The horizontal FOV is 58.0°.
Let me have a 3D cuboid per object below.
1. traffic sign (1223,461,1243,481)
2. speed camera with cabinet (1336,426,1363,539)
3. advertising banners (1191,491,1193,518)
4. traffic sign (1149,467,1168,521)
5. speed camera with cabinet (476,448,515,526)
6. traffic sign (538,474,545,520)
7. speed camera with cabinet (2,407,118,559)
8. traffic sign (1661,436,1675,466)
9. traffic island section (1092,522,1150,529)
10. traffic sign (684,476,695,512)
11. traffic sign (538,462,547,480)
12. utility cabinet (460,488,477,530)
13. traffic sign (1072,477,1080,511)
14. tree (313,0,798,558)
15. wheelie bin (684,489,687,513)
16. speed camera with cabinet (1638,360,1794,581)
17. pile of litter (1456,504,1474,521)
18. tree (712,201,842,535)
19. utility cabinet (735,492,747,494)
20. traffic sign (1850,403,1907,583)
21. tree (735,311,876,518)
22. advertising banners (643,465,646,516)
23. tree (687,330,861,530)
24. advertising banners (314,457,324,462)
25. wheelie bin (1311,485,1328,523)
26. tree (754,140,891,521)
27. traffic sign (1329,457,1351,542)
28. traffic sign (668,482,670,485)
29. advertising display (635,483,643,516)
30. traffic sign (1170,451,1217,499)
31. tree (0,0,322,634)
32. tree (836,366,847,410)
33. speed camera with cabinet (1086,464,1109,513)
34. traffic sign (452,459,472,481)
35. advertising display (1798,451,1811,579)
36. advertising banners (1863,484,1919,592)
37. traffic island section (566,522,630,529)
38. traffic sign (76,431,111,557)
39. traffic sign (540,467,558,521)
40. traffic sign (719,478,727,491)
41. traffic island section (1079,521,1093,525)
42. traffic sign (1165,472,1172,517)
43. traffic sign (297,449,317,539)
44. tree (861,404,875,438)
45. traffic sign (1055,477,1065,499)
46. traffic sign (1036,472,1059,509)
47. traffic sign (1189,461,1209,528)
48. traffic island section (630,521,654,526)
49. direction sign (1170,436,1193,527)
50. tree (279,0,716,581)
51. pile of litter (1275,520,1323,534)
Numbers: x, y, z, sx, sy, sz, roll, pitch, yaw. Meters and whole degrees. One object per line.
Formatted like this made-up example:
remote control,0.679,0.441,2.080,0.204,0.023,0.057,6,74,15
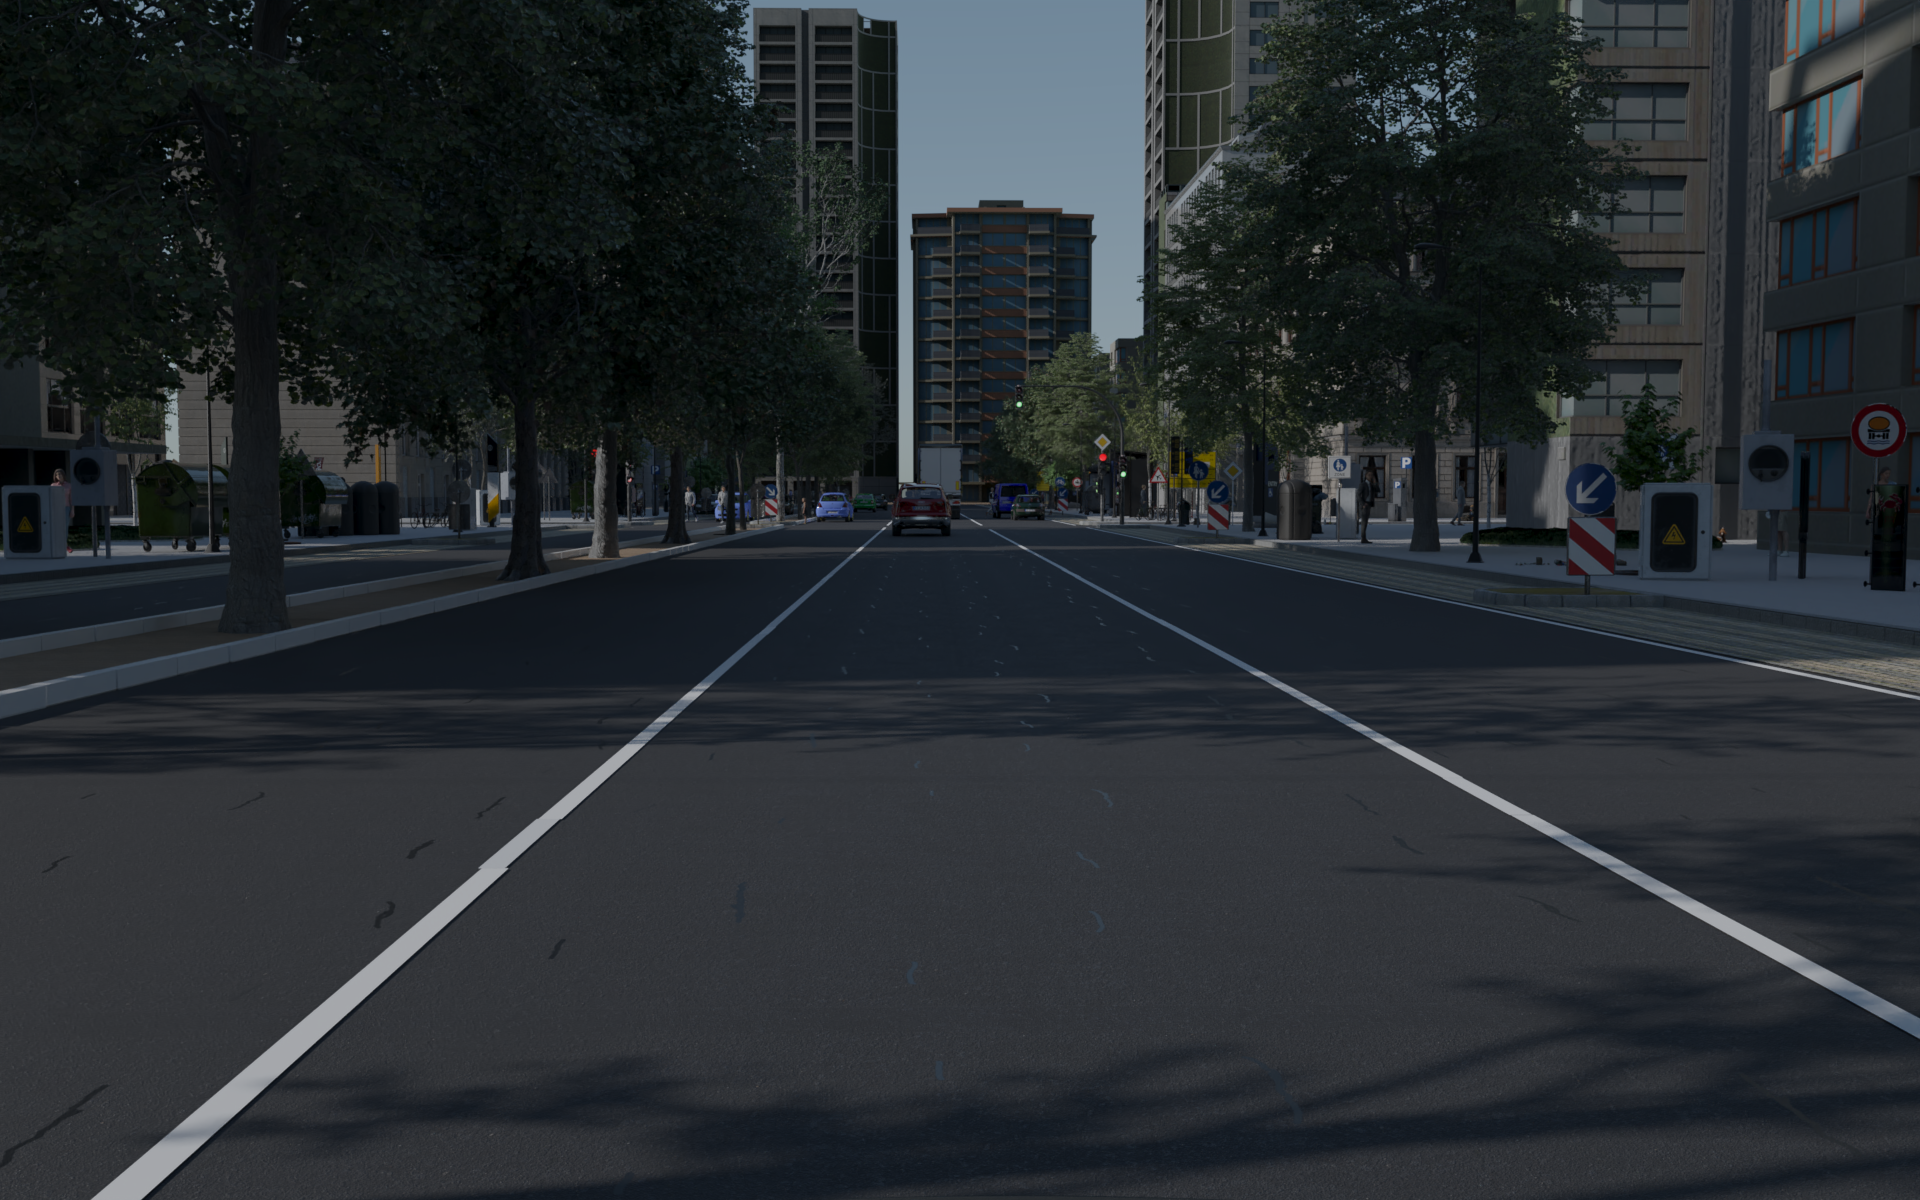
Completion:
traffic sign,10.875,-4.231,68.906,0.795,2.593,0.064,0,4,8
speed camera with cabinet,11.268,-3.405,50.010,0.660,3.252,2.038,1,4,18
advertising banners,12.258,-5.816,91.279,0.090,3.025,2.074,0,4,6
traffic sign,9.378,-5.011,81.935,0.884,2.594,0.081,0,4,7
speed camera with cabinet,-18.966,-4.687,70.968,0.660,3.252,2.038,3,5,41
traffic sign,-20.410,-5.200,85.020,0.884,2.594,0.081,0,4,3
speed camera with cabinet,-17.777,-2.437,34.187,2.038,3.252,0.660,0,4,1
traffic sign,11.766,-1.657,29.224,0.606,2.300,0.079,0,4,3
traffic island section,6.802,-3.080,72.640,2.009,0.180,2.903,0,4,-1
traffic sign,-18.991,-7.440,121.756,0.768,2.556,0.104,0,3,0
traffic sign,-16.948,-4.262,69.422,0.795,2.593,0.064,0,3,0
utility cabinet,-17.371,-3.203,61.040,0.318,1.500,1.173,0,4,4
traffic sign,8.889,-8.026,131.333,0.768,2.556,0.104,0,4,3
tree,-7.950,-7.906,38.373,9.857,13.997,8.962,0,3,0
wheelie bin,-18.492,-6.526,114.611,0.980,1.594,0.693,-1,4,-18
speed camera with cabinet,11.188,-1.915,25.652,2.038,3.252,0.660,1,4,19
pile of litter,23.972,-4.153,81.863,1.176,0.858,1.719,2,4,34
tree,-7.868,-8.047,59.778,9.928,11.665,9.643,0,3,0
utility cabinet,-18.805,-8.589,149.113,1.173,1.500,0.318,0,4,5
traffic sign,12.842,-1.480,24.305,0.768,2.556,0.104,0,4,4
tree,-9.294,-11.270,104.845,7.486,12.596,7.792,0,3,0
advertising banners,-18.899,-6.572,103.634,0.090,3.025,2.074,-1,4,-12
tree,-8.597,-8.073,68.863,8.767,10.594,7.601,0,4,-1
advertising banners,-30.775,-5.208,81.335,0.090,3.025,2.074,3,5,39
wheelie bin,11.718,-3.031,57.457,0.980,1.594,0.693,1,4,10
tree,-10.161,-13.946,86.362,12.611,20.169,13.585,0,3,0
traffic sign,10.203,-2.720,46.598,0.606,2.300,0.079,0,4,2
traffic sign,-20.768,-7.664,125.414,0.768,2.556,0.104,0,4,5
advertising display,-18.782,-5.878,101.314,0.123,1.923,0.974,1,4,12
traffic sign,10.874,-5.343,81.233,2.265,3.308,0.079,0,4,4
tree,-7.336,-6.639,17.659,9.857,13.997,8.962,0,3,0
tree,-8.182,-7.970,49.776,9.611,12.733,9.660,0,3,0
speed camera with cabinet,9.377,-7.383,115.053,2.038,3.252,0.660,-1,4,-20
traffic sign,-18.088,-3.840,62.883,0.768,2.556,0.104,1,4,8
advertising display,12.903,-1.301,26.479,0.123,1.923,0.974,2,4,27
advertising banners,12.689,-1.595,22.265,0.090,3.025,2.074,-2,4,-32
traffic island section,-15.134,-3.052,72.184,2.009,0.180,2.903,0,4,-1
traffic sign,-17.652,-2.151,35.279,0.768,2.556,0.104,0,4,7
traffic sign,-19.789,-5.102,83.428,0.884,2.594,0.081,0,4,3
traffic sign,-18.855,-8.409,137.598,0.768,2.556,0.104,0,4,1
traffic island section,6.634,-3.568,80.623,2.009,0.180,2.903,0,4,-1
traffic sign,11.743,-5.888,96.376,0.768,2.556,0.104,0,4,2
traffic sign,-18.794,-3.024,49.439,0.884,2.594,0.081,0,4,2
tree,-8.926,-9.786,96.870,8.767,10.594,7.601,0,4,-1
traffic sign,7.361,-7.801,127.659,0.768,2.556,0.104,0,4,5
traffic sign,7.859,-9.735,153.047,2.265,3.308,0.079,0,4,3
traffic sign,9.104,-4.041,66.182,0.768,2.556,0.104,0,4,0
traffic island section,-15.303,-3.540,80.168,2.009,0.180,2.903,0,4,-1
direction sign,8.706,-4.646,67.958,0.876,3.537,0.379,1,4,18
tree,-7.191,-6.670,28.517,9.611,12.733,9.660,0,3,0
pile of litter,10.995,-2.572,56.015,1.719,0.858,1.176,0,4,-4
